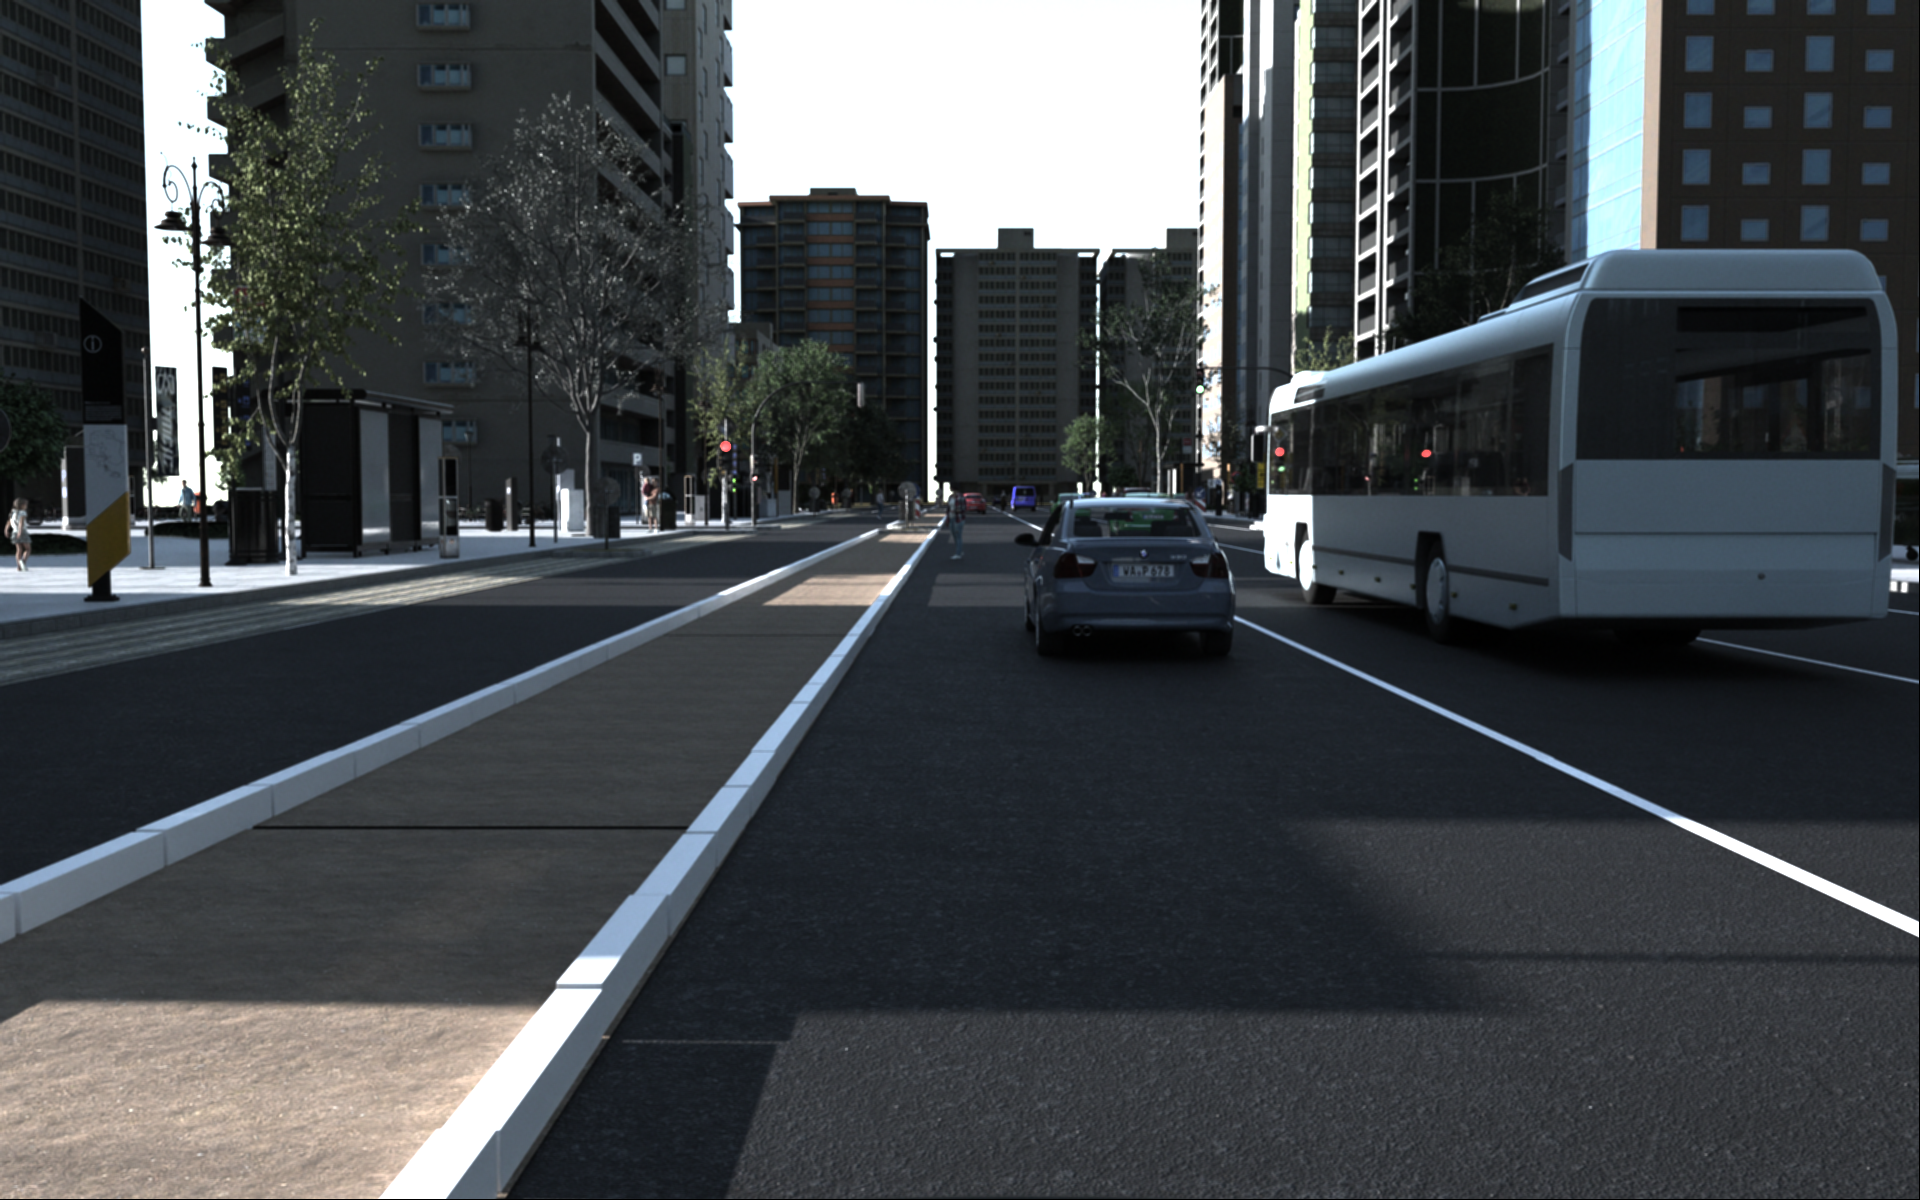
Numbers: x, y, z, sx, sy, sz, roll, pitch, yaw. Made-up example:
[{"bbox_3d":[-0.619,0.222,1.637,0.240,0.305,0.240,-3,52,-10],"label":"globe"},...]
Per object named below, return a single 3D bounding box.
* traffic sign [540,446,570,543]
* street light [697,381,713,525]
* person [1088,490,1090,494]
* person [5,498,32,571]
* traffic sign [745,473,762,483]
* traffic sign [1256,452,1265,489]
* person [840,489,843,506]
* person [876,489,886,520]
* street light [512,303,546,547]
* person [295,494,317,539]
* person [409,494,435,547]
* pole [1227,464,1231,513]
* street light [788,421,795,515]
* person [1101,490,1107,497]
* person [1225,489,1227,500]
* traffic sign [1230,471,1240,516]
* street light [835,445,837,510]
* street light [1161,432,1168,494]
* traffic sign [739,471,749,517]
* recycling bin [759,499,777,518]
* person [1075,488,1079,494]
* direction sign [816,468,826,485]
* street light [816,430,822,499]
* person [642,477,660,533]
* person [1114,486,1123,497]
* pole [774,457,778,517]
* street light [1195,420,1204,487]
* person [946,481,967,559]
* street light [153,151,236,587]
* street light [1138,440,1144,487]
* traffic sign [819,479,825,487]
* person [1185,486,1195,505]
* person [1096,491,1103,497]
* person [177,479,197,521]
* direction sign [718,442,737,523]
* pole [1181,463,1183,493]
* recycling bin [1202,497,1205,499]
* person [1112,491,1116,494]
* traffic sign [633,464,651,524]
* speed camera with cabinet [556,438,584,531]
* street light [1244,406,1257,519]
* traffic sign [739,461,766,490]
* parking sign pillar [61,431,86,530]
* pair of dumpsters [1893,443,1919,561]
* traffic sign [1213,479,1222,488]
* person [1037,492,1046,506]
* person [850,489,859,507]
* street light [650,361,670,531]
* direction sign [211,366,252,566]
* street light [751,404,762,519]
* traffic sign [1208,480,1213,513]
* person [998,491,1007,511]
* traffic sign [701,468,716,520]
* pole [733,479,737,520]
[{"bbox_3d":[-10.636,-2.776,45.486,0.768,2.556,0.104,0,4,1],"label":"traffic sign"},{"bbox_3d":[-10.373,-5.987,70.674,0.468,5.910,1.993,0,3,0],"label":"street light"},{"bbox_3d":[15.403,-12.264,206.543,0.705,1.826,1.348,2,4,30],"label":"person"},{"bbox_3d":[-15.736,-1.089,28.871,0.505,1.210,0.382,1,4,14],"label":"person"},{"bbox_3d":[-10.175,-5.223,85.400,0.884,2.594,0.081,0,4,3],"label":"traffic sign"},{"bbox_3d":[15.619,-5.549,84.605,2.265,3.308,0.079,0,4,2],"label":"traffic sign"},{"bbox_3d":[-12.965,-11.202,189.204,0.705,1.824,1.348,0,4,-1],"label":"person"},{"bbox_3d":[-4.457,-5.369,96.957,0.731,1.740,0.598,2,4,29],"label":"person"},{"bbox_3d":[-10.419,-4.234,42.019,0.468,5.910,1.993,0,3,0],"label":"street light"},{"bbox_3d":[-18.422,-2.662,48.932,0.648,1.900,0.474,2,4,25],"label":"person"},{"bbox_3d":[-13.100,-2.197,41.869,0.836,1.842,0.656,-1,4,-16],"label":"person"},{"bbox_3d":[18.164,-7.535,117.039,0.158,3.312,0.155,0,3,0],"label":"pole"},{"bbox_3d":[-10.386,-8.209,107.011,0.468,5.910,1.993,0,3,0],"label":"street light"},{"bbox_3d":[17.563,-12.525,211.504,0.721,1.739,1.217,-2,4,-32],"label":"person"},{"bbox_3d":[24.223,-9.159,156.238,0.683,1.767,0.568,2,4,24],"label":"person"},{"bbox_3d":[15.453,-5.897,96.523,0.768,2.556,0.104,1,4,8],"label":"traffic sign"},{"bbox_3d":[-10.267,-10.446,143.583,0.468,5.910,1.993,0,3,0],"label":"street light"},{"bbox_3d":[14.932,-9.402,126.510,0.468,5.910,1.993,0,3,0],"label":"street light"},{"bbox_3d":[-11.843,-5.795,94.852,0.768,2.556,0.104,0,4,8],"label":"traffic sign"},{"bbox_3d":[-10.417,-4.967,93.757,0.722,1.027,0.722,3,4,38],"label":"recycling bin"},{"bbox_3d":[6.466,-5.365,96.558,0.374,1.781,0.599,0,4,-2],"label":"person"},{"bbox_3d":[-11.633,-9.344,144.774,0.876,3.537,0.379,1,4,12],"label":"direction sign"},{"bbox_3d":[-10.227,-9.321,125.179,0.468,5.910,1.993,0,3,0],"label":"street light"},{"bbox_3d":[-10.207,-3.132,57.223,0.580,1.828,0.573,-1,4,-15],"label":"person"},{"bbox_3d":[7.644,-4.530,82.750,0.709,1.800,0.728,2,4,24],"label":"person"},{"bbox_3d":[-10.211,-6.257,96.144,0.158,3.312,0.155,0,3,0],"label":"pole"},{"bbox_3d":[14.951,-8.287,108.279,0.468,5.910,1.993,0,3,0],"label":"street light"},{"bbox_3d":[-0.056,-1.767,38.222,0.643,1.720,0.563,-3,5,-41],"label":"person"},{"bbox_3d":[-10.469,-3.123,23.851,0.468,5.910,1.993,0,3,0],"label":"street light"},{"bbox_3d":[15.092,-10.522,144.814,0.468,5.910,1.993,0,3,0],"label":"street light"},{"bbox_3d":[-11.421,-8.815,144.223,0.768,2.556,0.104,0,4,2],"label":"traffic sign"},{"bbox_3d":[11.587,-4.813,87.201,0.555,1.821,0.388,-1,4,-8],"label":"person"},{"bbox_3d":[17.843,-13.024,219.700,1.217,1.735,0.721,1,4,17],"label":"person"},{"bbox_3d":[-26.456,-3.236,59.300,0.601,1.785,0.444,1,4,23],"label":"person"},{"bbox_3d":[-10.117,-5.111,75.560,0.876,3.537,0.379,1,4,16],"label":"direction sign"},{"bbox_3d":[14.792,-7.438,115.455,0.158,3.312,0.155,0,3,0],"label":"pole"},{"bbox_3d":[18.513,-7.431,134.047,0.722,1.027,0.722,-1,4,-10],"label":"recycling bin"},{"bbox_3d":[10.789,-6.826,119.912,0.655,1.846,0.447,1,4,21],"label":"person"},{"bbox_3d":[-13.669,-4.544,74.408,0.768,2.556,0.104,1,4,9],"label":"traffic sign"},{"bbox_3d":[-13.597,-4.034,60.288,0.660,3.252,2.038,-2,4,-25],"label":"speed camera with cabinet"},{"bbox_3d":[14.954,-7.120,89.207,0.468,5.910,1.993,0,3,0],"label":"street light"},{"bbox_3d":[-13.193,-6.964,107.741,2.265,3.308,0.079,0,4,1],"label":"traffic sign"},{"bbox_3d":[-31.380,-4.493,61.925,1.447,3.967,1.447,3,4,38],"label":"parking sign pillar"},{"bbox_3d":[17.869,-1.862,32.930,1.574,2.255,4.437,0,3,0],"label":"pair of dumpsters"},{"bbox_3d":[17.472,-7.058,117.522,0.606,2.300,0.079,0,4,2],"label":"traffic sign"},{"bbox_3d":[9.909,-12.338,210.936,1.217,1.735,0.721,0,4,-6],"label":"person"},{"bbox_3d":[-10.911,-10.341,175.081,1.348,1.831,0.705,0,4,-8],"label":"person"},{"bbox_3d":[-10.405,-5.347,60.213,0.468,5.910,1.993,0,3,0],"label":"street light"},{"bbox_3d":[-13.045,-2.391,31.093,0.379,3.537,0.876,1,4,22],"label":"direction sign"},{"bbox_3d":[-10.403,-7.098,88.842,0.468,5.910,1.993,0,3,0],"label":"street light"},{"bbox_3d":[17.319,-7.154,119.089,0.606,2.300,0.079,0,4,3],"label":"traffic sign"},{"bbox_3d":[3.611,-8.488,148.013,0.721,1.736,1.217,-2,4,-34],"label":"person"},{"bbox_3d":[-12.265,-5.164,84.538,0.768,2.556,0.104,0,4,5],"label":"traffic sign"},{"bbox_3d":[-11.284,-5.687,86.819,0.158,3.312,0.155,0,3,0],"label":"pole"}]
